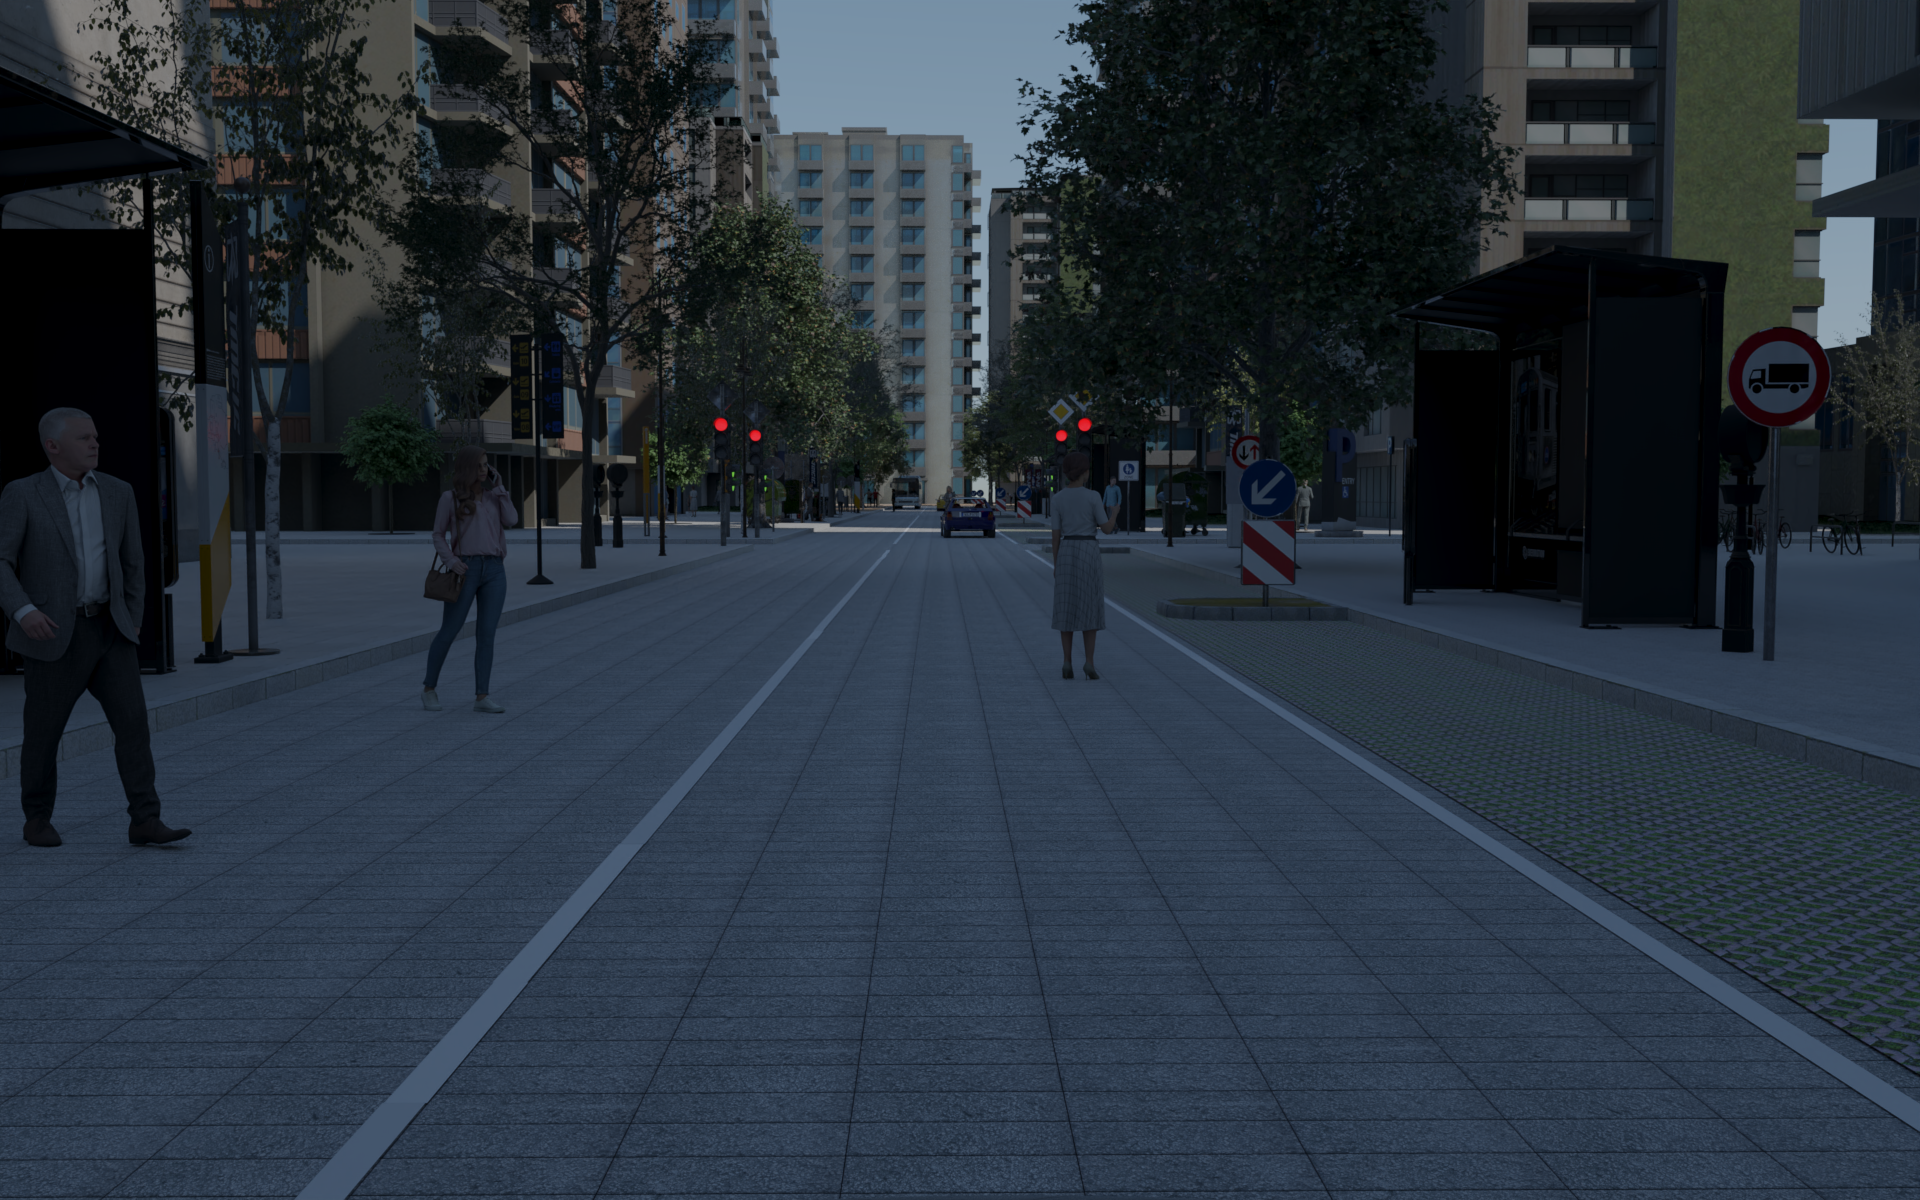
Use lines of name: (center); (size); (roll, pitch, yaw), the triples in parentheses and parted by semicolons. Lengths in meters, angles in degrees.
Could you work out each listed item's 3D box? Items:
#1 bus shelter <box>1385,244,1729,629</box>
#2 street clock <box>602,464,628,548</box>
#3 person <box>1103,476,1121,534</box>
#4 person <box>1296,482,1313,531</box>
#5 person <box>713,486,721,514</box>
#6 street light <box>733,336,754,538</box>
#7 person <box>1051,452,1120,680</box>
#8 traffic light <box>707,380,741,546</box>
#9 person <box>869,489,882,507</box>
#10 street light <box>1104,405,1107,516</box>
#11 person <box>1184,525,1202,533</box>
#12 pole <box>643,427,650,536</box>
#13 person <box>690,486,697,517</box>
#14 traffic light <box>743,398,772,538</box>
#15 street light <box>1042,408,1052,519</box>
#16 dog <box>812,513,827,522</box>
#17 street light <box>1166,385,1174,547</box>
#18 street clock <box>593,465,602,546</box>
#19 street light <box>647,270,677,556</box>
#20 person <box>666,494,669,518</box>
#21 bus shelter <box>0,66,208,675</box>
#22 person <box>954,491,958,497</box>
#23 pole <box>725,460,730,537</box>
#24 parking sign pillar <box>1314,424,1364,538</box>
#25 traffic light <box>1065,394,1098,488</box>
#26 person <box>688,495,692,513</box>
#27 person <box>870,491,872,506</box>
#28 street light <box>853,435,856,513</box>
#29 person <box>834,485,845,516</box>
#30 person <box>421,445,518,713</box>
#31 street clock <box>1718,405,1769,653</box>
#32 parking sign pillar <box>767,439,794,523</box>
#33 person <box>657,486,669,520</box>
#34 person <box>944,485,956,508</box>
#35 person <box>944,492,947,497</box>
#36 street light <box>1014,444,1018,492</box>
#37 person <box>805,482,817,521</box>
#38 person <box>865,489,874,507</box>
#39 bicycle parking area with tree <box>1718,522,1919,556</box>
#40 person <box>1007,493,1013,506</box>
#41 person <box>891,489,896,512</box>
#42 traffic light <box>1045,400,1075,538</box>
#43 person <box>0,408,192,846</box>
bus shelter: (6.412, -1.724, 19.468); (1.731, 3.624, 6.357); (0, 4, -1)
street clock: (-8.172, -2.248, 41.328); (0.471, 2.002, 0.358); (-3, 5, -43)
person: (4.894, -3.005, 55.042); (0.748, 1.841, 0.638); (-3, 5, -39)
person: (12.052, -3.338, 60.789); (0.661, 1.801, 0.590); (0, 4, 3)
person: (-15.242, -6.313, 109.445); (0.728, 1.800, 0.709); (3, 5, 42)
street light: (-6.343, -4.777, 50.894); (0.468, 5.910, 1.993); (0, 4, -1)
person: (0.966, -0.267, 13.437); (0.480, 1.755, 0.524); (1, 4, 21)
traffic light: (-5.826, -3.287, 42.671); (0.839, 4.253, 0.868); (0, 4, -1)
person: (-8.324, -10.083, 170.830); (1.348, 1.831, 0.705); (0, 4, 1)
street light: (4.779, -5.137, 56.778); (0.468, 5.910, 1.993); (0, 4, -1)
person: (7.605, -3.112, 56.699); (0.755, 1.850, 0.659); (0, 4, 5)
pole: (-9.483, -3.579, 52.360); (0.158, 3.312, 0.155); (0, 3, 0)
person: (-14.943, -5.523, 96.908); (0.524, 1.755, 0.480); (3, 5, 44)
traffic light: (-5.927, -3.776, 50.655); (0.839, 4.253, 0.868); (0, 4, -1)
street light: (4.536, -7.205, 90.584); (0.468, 5.910, 1.993); (0, 4, -1)
dog: (-6.506, -3.803, 79.913); (0.550, 0.427, 0.748); (-2, 4, -28)
street light: (5.106, -4.228, 41.922); (0.468, 5.910, 1.993); (0, 4, -1)
street clock: (-8.901, -2.318, 42.473); (0.358, 2.002, 0.471); (1, 4, 16)
street light: (-6.165, -3.848, 35.707); (0.468, 5.910, 1.993); (0, 4, -1)
person: (-15.623, -5.008, 92.196); (0.425, 1.301, 0.394); (2, 4, 32)
bus shelter: (-6.120, -1.098, 9.241); (1.731, 3.624, 6.357); (0, 4, -1)
person: (-0.655, -10.856, 186.787); (1.217, 1.735, 0.721); (-1, 4, -14)
pole: (-6.952, -3.525, 51.470); (0.158, 3.312, 0.155); (0, 3, 0)
parking sign pillar: (11.332, -3.866, 51.685); (1.447, 3.967, 1.447); (3, 5, 43)
traffic light: (3.035, -3.295, 42.799); (0.839, 4.253, 0.868); (0, 4, -1)
person: (-17.880, -6.372, 114.897); (0.362, 1.253, 0.373); (-1, 4, -16)
person: (-9.431, -10.663, 181.860); (0.415, 1.643, 0.593); (0, 4, 7)
street light: (-7.228, -8.920, 118.633); (0.468, 5.910, 1.993); (0, 4, -1)
person: (-7.172, -5.894, 102.597); (0.709, 1.800, 0.728); (0, 4, -8)
person: (-3.285, -0.143, 11.435); (0.593, 1.750, 0.643); (-3, 5, -43)
street clock: (6.334, -0.579, 14.045); (0.471, 2.002, 0.358); (-3, 5, -44)
parking sign pillar: (-8.191, -5.473, 77.960); (1.447, 3.967, 1.447); (-1, 4, -11)
person: (-14.460, -4.791, 84.405); (0.654, 1.822, 0.581); (1, 4, 12)
person: (-0.417, -4.045, 74.812); (0.537, 1.800, 0.526); (0, 4, -4)
person: (-0.901, -7.384, 129.329); (0.705, 1.812, 1.348); (2, 4, 29)
street light: (4.029, -9.304, 124.902); (0.468, 5.910, 1.993); (0, 4, -1)
person: (-7.062, -4.585, 80.969); (0.822, 1.834, 0.622); (-1, 4, -16)
person: (-9.104, -10.218, 173.114); (1.348, 1.823, 0.705); (-1, 4, -13)
bicycle parking area with tree: (20.720, -3.205, 39.403); (8.231, 4.147, 9.016); (1, 4, 20)
person: (5.166, -10.514, 181.129); (0.628, 1.438, 0.799); (1, 4, 16)
person: (-5.265, -7.833, 136.193); (0.705, 1.869, 1.348); (0, 4, -5)
traffic light: (2.933, -3.784, 50.783); (0.839, 4.253, 0.868); (0, 4, -1)
person: (-3.520, 0.116, 6.995); (0.834, 1.777, 0.661); (2, 4, 28)
